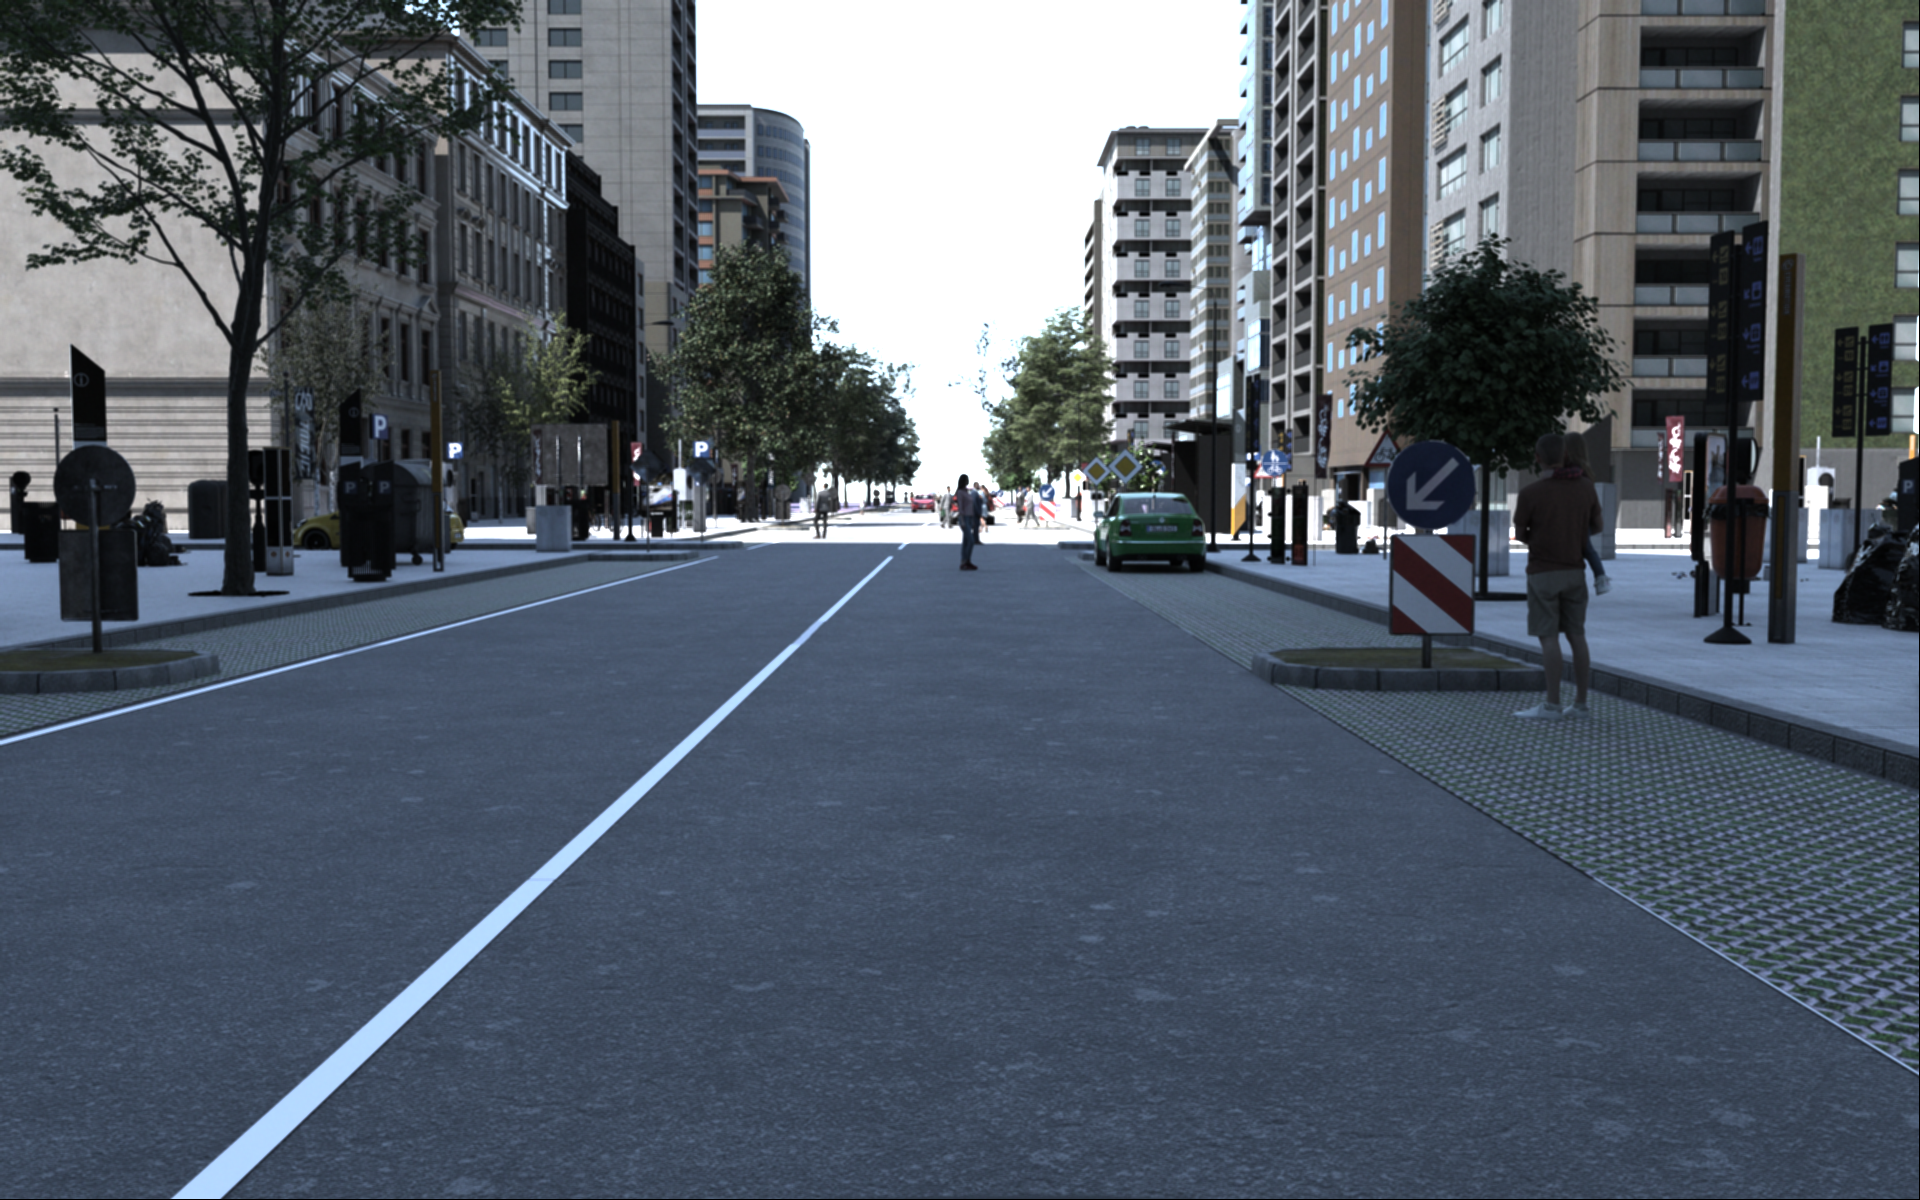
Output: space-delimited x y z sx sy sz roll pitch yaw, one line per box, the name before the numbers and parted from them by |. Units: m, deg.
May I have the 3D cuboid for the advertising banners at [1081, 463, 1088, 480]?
advertising banners | 7.507 -6.110 96.089 0.090 3.025 2.074 -3 5 -45

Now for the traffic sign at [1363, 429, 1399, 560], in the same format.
traffic sign | 8.315 -2.068 33.814 0.884 2.594 0.081 0 4 6

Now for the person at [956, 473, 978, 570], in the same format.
person | 0.113 -1.472 32.571 0.388 1.821 0.555 1 4 11

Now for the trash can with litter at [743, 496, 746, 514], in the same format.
trash can with litter | -12.511 -5.400 99.684 0.624 1.170 1.055 -2 4 -31

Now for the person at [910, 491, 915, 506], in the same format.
person | -5.609 -12.058 205.653 0.705 1.823 1.348 3 4 36

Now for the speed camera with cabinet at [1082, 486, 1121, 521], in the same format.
speed camera with cabinet | 6.772 -5.405 82.707 2.038 3.252 0.660 -3 4 -37

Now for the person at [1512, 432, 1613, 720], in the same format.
person | 3.840 -0.156 11.031 0.573 1.828 0.580 2 4 31

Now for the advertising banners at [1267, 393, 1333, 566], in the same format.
advertising banners | 6.109 -2.139 31.155 0.090 3.025 2.074 -1 4 -20

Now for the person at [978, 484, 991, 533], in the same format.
person | 0.902 -3.408 64.308 0.616 1.811 0.778 -2 4 -28

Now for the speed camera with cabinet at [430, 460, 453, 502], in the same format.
speed camera with cabinet | -14.799 -3.322 48.657 0.660 3.252 2.038 0 3 0

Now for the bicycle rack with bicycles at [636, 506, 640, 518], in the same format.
bicycle rack with bicycles | -18.214 -4.926 93.920 2.925 0.926 2.852 0 4 -5

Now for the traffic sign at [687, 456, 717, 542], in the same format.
traffic sign | -6.869 -2.595 46.071 0.795 2.450 0.064 0 3 0

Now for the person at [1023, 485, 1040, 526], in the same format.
person | 2.944 -3.864 71.953 0.850 1.792 0.678 -1 4 -9

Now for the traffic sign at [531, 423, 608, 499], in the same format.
traffic sign | -11.268 -3.428 49.920 2.265 3.308 0.079 0 4 6

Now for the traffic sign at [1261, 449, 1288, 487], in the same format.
traffic sign | 8.954 -3.011 49.332 0.768 2.556 0.104 0 4 6

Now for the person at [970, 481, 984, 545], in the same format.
person | 0.463 -2.494 49.453 0.419 1.800 0.721 0 4 -5

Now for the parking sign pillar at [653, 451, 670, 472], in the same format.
parking sign pillar | -18.673 -7.345 108.566 1.447 3.967 1.447 2 4 29

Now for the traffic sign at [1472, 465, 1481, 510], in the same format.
traffic sign | 8.519 -1.686 28.749 0.795 2.450 0.064 0 4 4

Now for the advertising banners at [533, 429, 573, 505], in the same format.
advertising banners | -10.942 -3.065 46.294 0.090 3.025 2.074 -3 4 -38

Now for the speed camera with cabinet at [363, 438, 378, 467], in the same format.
speed camera with cabinet | -15.962 -3.162 46.033 0.660 3.252 2.038 -2 4 -30

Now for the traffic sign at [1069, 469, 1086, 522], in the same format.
traffic sign | 5.392 -4.781 79.350 0.795 2.450 0.064 1 4 9

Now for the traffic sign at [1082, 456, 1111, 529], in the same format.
traffic sign | 3.626 -2.594 46.057 0.795 2.450 0.064 0 3 0

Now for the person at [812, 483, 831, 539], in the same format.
person | -4.451 -2.874 55.671 0.592 1.802 0.473 -1 4 -21

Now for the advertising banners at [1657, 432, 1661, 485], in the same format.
advertising banners | 20.403 -3.279 49.796 0.090 3.025 2.074 3 5 43

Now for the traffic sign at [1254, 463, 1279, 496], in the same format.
traffic sign | 10.177 -3.532 57.746 0.884 2.594 0.081 0 4 8

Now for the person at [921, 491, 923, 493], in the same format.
person | -5.455 -14.620 247.552 0.705 1.822 1.348 -1 4 -9

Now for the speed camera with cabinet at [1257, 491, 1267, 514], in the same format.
speed camera with cabinet | 14.363 -5.663 86.928 2.038 3.252 0.660 0 4 6

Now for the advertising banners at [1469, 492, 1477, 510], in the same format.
advertising banners | 17.776 -3.915 60.204 0.090 3.025 2.074 2 4 26

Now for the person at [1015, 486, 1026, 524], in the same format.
person | 2.922 -4.604 83.743 0.622 1.834 0.822 2 4 35

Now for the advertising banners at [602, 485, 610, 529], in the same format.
advertising banners | -12.951 -4.103 63.279 0.090 3.025 2.074 0 4 -5

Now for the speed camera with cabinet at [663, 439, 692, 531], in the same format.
speed camera with cabinet | -10.200 -4.125 61.781 0.660 3.252 2.038 2 4 25

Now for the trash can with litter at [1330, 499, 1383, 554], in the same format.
trash can with litter | 8.530 -1.580 37.226 1.055 1.170 0.624 0 4 -7

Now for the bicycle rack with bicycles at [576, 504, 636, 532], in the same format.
bicycle rack with bicycles | -12.768 -2.762 58.534 2.852 0.926 2.925 -1 4 -23

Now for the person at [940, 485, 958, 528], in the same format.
person | -0.518 -3.896 72.472 0.850 1.792 0.678 3 5 40

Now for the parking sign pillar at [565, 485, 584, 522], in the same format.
parking sign pillar | -17.514 -5.521 78.747 1.447 3.967 1.447 1 4 12

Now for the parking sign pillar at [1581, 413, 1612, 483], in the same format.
parking sign pillar | 20.989 -4.237 57.748 1.447 3.967 1.447 -1 4 -12

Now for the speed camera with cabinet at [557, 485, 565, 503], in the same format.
speed camera with cabinet | -20.880 -5.869 90.289 0.660 3.252 2.038 2 4 33

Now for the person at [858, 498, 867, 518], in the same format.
person | -5.800 -5.497 103.397 0.505 1.210 0.382 -2 4 -26

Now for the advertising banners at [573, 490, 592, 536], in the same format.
advertising banners | -11.976 -3.466 52.861 2.074 3.025 0.090 3 4 38

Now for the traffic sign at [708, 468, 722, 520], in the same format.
traffic sign | -12.007 -5.161 84.483 0.768 2.556 0.104 0 4 8

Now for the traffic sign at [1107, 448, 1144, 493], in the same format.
traffic sign | 3.631 -2.106 38.072 0.795 2.450 0.064 0 3 0

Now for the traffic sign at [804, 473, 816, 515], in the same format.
traffic sign | -9.014 -6.357 104.042 0.768 2.556 0.104 0 4 4

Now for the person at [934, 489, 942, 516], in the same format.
person | -1.387 -6.298 112.018 0.519 1.759 0.362 0 4 -7

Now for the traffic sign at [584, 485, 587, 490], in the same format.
traffic sign | -11.910 -3.362 55.072 0.768 2.556 0.104 0 4 6

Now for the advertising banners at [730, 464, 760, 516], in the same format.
advertising banners | -12.556 -6.426 101.250 2.074 3.025 0.090 -3 5 -41

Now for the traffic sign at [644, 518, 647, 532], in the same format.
traffic sign | -10.683 -3.587 58.748 0.768 2.556 0.104 0 4 2

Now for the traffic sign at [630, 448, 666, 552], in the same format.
traffic sign | -6.863 -2.107 38.086 0.795 2.450 0.064 0 3 0

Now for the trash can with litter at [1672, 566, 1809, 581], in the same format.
trash can with litter | 11.709 -0.941 26.438 1.678 1.210 2.233 0 4 -4

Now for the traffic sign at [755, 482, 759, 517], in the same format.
traffic sign | -11.069 -5.804 94.896 0.884 2.594 0.081 0 4 7

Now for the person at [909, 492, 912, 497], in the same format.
person | -6.936 -14.555 247.201 0.721 1.743 1.217 2 4 34

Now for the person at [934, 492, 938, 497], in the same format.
person | -2.967 -13.558 230.997 1.217 1.723 0.721 0 4 -6

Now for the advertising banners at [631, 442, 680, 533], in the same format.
advertising banners | -10.144 -3.749 57.486 2.074 3.025 0.090 2 4 32

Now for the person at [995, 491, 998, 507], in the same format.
person | 3.698 -10.425 179.626 1.217 1.739 0.721 -2 4 -24

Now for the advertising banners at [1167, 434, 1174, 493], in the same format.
advertising banners | 6.115 -3.304 50.204 0.090 3.025 2.074 1 4 10

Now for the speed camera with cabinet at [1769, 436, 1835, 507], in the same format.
speed camera with cabinet | 28.656 -3.951 58.927 2.038 3.252 0.660 0 4 -8

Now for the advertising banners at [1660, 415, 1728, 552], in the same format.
advertising banners | 16.188 -2.543 37.760 0.090 3.025 2.074 -2 4 -26

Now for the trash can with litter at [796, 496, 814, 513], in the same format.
trash can with litter | -10.378 -6.564 118.376 1.678 1.210 2.233 0 4 -4

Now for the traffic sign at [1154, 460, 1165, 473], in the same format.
traffic sign | 7.312 -3.967 64.964 0.768 2.556 0.104 0 4 2
